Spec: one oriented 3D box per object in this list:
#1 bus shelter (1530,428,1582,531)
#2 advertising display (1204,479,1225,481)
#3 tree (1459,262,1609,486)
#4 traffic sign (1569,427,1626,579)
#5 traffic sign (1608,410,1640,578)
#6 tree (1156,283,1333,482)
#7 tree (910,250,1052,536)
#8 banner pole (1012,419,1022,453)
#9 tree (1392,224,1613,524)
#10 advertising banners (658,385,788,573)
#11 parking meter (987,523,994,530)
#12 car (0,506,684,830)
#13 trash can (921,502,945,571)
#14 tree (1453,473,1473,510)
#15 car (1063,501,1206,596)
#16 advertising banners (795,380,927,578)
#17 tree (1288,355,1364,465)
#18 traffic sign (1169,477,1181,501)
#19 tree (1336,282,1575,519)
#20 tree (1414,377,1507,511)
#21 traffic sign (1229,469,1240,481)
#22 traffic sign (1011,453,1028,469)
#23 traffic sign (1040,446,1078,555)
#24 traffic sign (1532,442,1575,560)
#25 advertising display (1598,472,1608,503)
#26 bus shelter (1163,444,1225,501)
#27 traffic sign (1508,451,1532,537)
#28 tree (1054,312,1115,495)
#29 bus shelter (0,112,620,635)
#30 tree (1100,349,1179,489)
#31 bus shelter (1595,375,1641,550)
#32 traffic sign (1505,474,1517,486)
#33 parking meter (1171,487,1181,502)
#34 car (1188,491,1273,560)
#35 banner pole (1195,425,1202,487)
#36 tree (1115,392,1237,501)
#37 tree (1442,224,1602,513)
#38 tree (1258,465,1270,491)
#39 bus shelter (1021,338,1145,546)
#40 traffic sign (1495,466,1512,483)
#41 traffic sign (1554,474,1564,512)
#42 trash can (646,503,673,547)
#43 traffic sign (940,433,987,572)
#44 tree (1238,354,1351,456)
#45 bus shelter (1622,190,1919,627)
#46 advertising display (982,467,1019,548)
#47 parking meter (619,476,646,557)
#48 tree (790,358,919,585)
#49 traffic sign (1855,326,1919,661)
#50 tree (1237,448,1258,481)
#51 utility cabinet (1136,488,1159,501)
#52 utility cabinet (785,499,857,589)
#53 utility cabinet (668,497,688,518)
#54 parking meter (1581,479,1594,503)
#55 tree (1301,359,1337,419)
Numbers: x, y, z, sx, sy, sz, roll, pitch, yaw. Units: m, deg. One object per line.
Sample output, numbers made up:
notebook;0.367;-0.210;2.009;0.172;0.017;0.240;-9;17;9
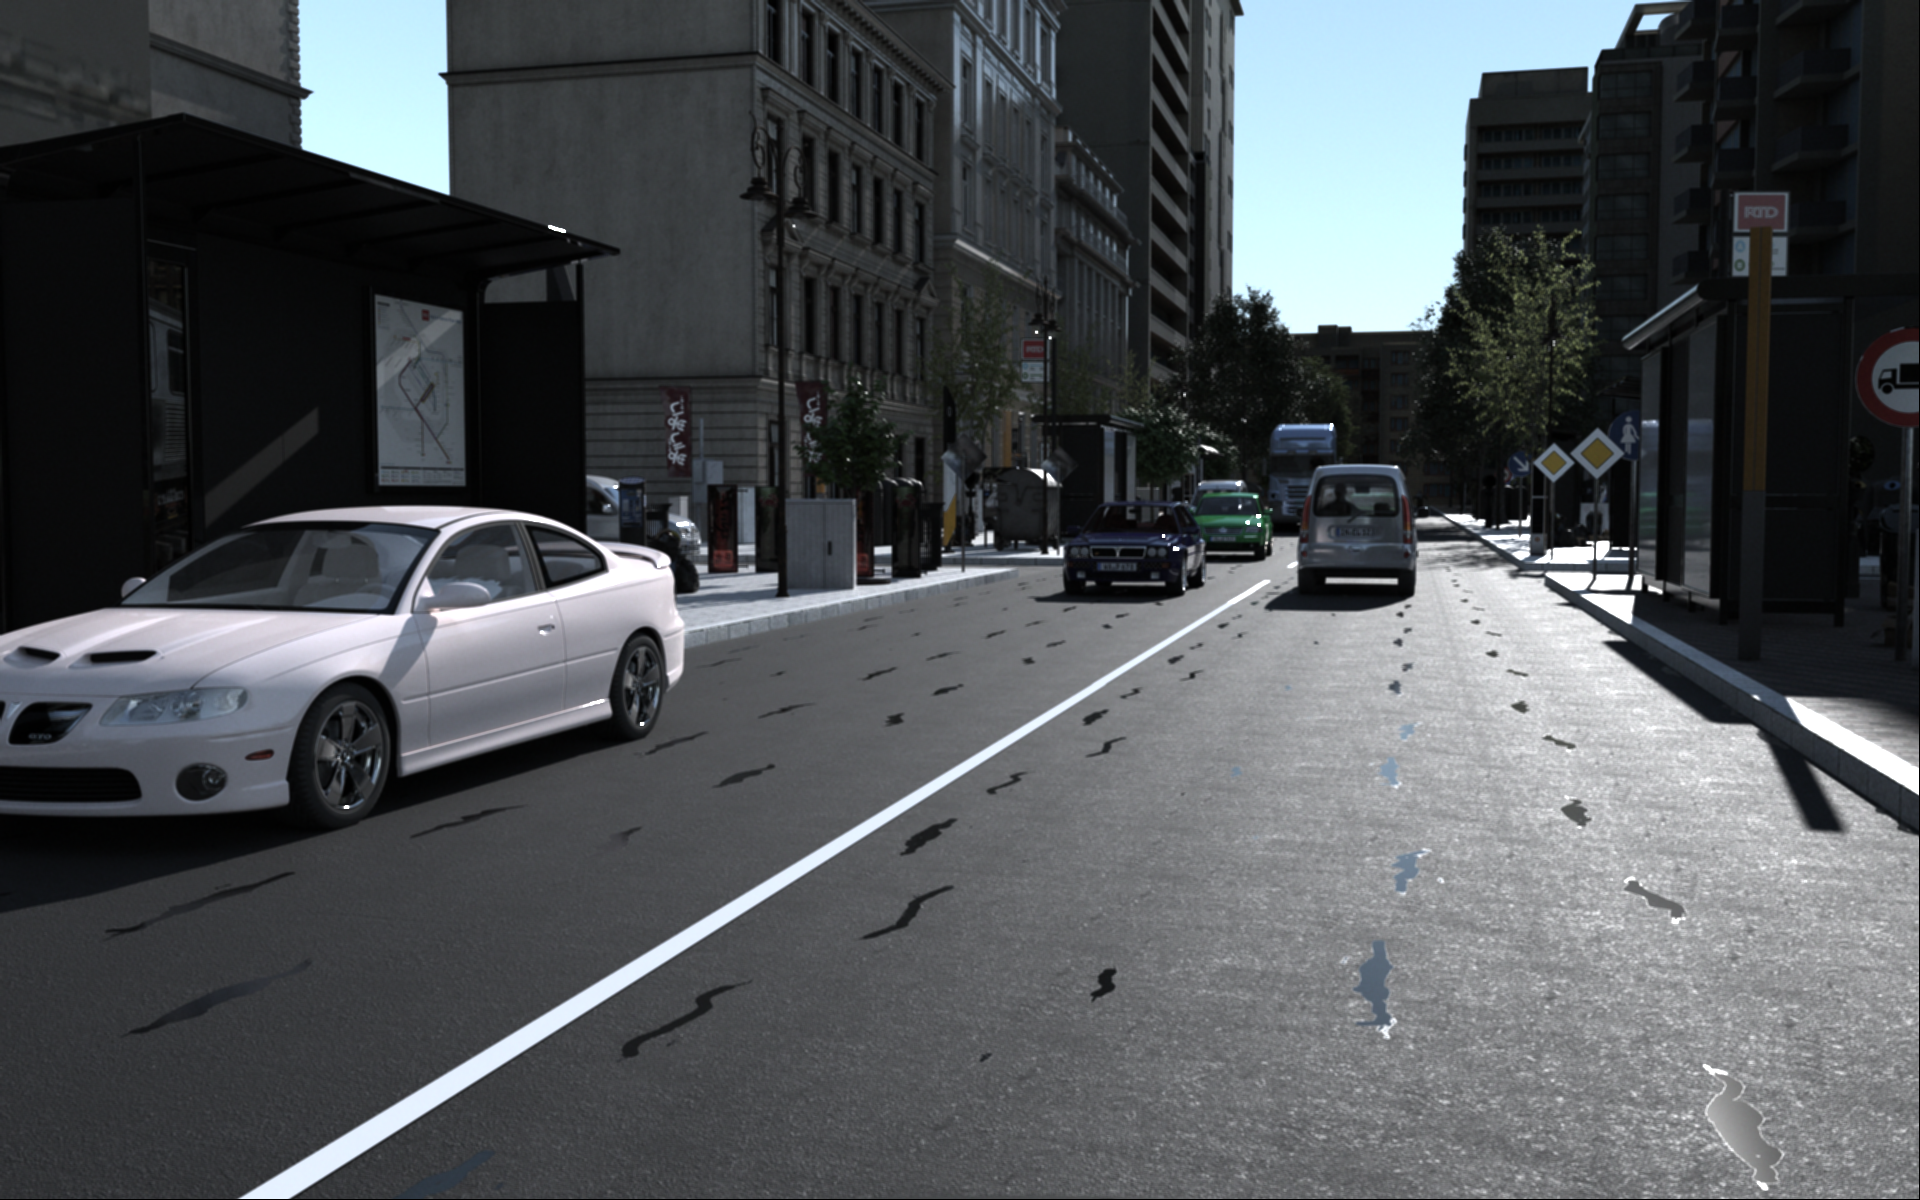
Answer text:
bus shelter;21.726;-4.430;63.713;1.731;3.624;6.357;1;4;14
advertising display;10.520;-4.080;71.930;0.974;1.923;0.123;0;4;-6
tree;18.075;-6.376;54.615;4.737;8.622;4.395;0;3;0
traffic sign;9.534;-1.366;25.970;0.795;2.450;0.064;1;4;14
traffic sign;10.233;-1.604;26.324;0.768;2.556;0.104;1;4;16
tree;15.524;-10.854;94.474;9.611;12.733;9.660;0;3;0
tree;0.466;-6.273;52.931;4.737;8.622;4.395;0;3;0
banner pole;1.907;-4.155;57.947;0.401;3.779;0.863;-2;4;-24
tree;23.135;-9.578;73.602;9.611;12.733;9.660;0;3;0
advertising banners;-3.832;-1.954;28.139;2.074;3.025;0.090;-1;4;-12
parking meter;1.133;-3.256;61.639;0.372;1.533;0.369;0;3;0
car;-3.098;0.201;9.076;2.083;1.381;4.827;1;4;16
trash can;-0.610;-1.074;29.211;0.748;1.137;0.748;0;3;0
tree;41.565;-9.049;142.546;1.663;3.219;1.824;0;3;0
car;2.648;-0.810;25.822;1.945;1.354;3.894;1;4;14
advertising banners;-1.533;-1.862;26.624;2.074;3.025;0.090;1;4;11
tree;29.085;-13.683;141.842;7.486;12.596;7.792;0;3;0
traffic sign;7.855;-3.965;64.826;0.884;2.594;0.081;1;4;22
tree;27.249;-10.991;90.071;12.009;13.543;11.850;0;3;0
tree;39.579;-12.812;135.234;9.928;11.665;9.643;0;3;0
traffic sign;12.970;-5.054;82.735;0.768;2.556;0.104;1;4;22
traffic sign;1.377;-2.483;42.726;0.606;2.300;0.079;1;4;15
traffic sign;2.058;-1.989;36.167;0.795;2.450;0.064;1;4;14
traffic sign;11.536;-1.838;33.701;0.795;2.450;0.064;1;4;14
advertising display;18.856;-2.797;50.939;0.123;1.923;0.974;2;4;34
bus shelter;9.097;-4.534;68.049;2.014;3.302;5.546;1;4;14
traffic sign;16.669;-3.142;51.481;0.768;2.556;0.104;1;4;23
tree;4.456;-7.282;69.427;4.737;8.622;4.395;0;3;0
bus shelter;-4.849;-1.386;13.937;1.731;3.624;6.357;1;4;14
tree;8.986;-8.341;86.741;4.360;8.622;3.978;0;3;0
bus shelter;14.761;-2.796;37.004;1.731;3.624;6.357;1;4;15
traffic sign;31.436;-6.048;98.985;0.768;2.556;0.104;2;4;23
parking meter;7.940;-3.372;63.538;0.372;1.533;0.369;0;3;0
car;6.112;-1.859;39.190;1.959;1.807;4.718;1;4;13
banner pole;8.734;-4.494;63.488;0.401;3.779;0.863;1;4;21
tree;6.215;-4.429;56.131;4.285;4.588;4.351;0;3;0
tree;15.291;-5.884;46.572;4.360;8.622;3.978;0;3;0
tree;21.418;-8.203;117.826;4.285;4.588;4.351;0;3;0
bus shelter;3.287;-4.246;47.055;2.179;5.291;8.768;1;4;15
traffic sign;24.989;-4.868;79.696;0.768;2.556;0.104;2;4;23
traffic sign;19.682;-3.504;57.403;0.768;2.556;0.104;1;4;22
trash can;-4.706;-0.887;26.151;0.748;1.137;0.748;0;3;0
traffic sign;0.057;-1.516;28.436;0.795;2.450;0.064;1;4;14
tree;19.958;-10.582;107.426;8.767;10.594;7.601;1;4;10
bus shelter;9.268;-2.638;20.759;2.179;5.291;8.768;1;4;14
advertising display;0.993;-2.224;41.572;0.974;1.923;0.123;2;4;29
parking meter;-4.608;-0.977;24.393;0.372;1.533;0.369;0;3;0
tree;-1.548;-1.855;24.926;1.663;3.219;1.824;0;3;0
traffic sign;7.245;-0.805;13.263;0.768;2.556;0.104;1;4;18
tree;10.668;-5.668;76.390;4.285;4.588;4.351;0;3;0
utility cabinet;6.574;-3.292;62.500;1.173;1.500;0.318;1;4;23
utility cabinet;-1.929;-0.754;23.492;1.020;1.237;0.306;0;4;7
utility cabinet;-6.941;-1.926;42.650;0.306;1.237;1.020;0;4;2
parking meter;23.970;-3.700;66.212;0.399;1.863;0.255;-1;4;-9
tree;32.213;-14.893;153.868;12.009;13.543;11.850;0;3;0
